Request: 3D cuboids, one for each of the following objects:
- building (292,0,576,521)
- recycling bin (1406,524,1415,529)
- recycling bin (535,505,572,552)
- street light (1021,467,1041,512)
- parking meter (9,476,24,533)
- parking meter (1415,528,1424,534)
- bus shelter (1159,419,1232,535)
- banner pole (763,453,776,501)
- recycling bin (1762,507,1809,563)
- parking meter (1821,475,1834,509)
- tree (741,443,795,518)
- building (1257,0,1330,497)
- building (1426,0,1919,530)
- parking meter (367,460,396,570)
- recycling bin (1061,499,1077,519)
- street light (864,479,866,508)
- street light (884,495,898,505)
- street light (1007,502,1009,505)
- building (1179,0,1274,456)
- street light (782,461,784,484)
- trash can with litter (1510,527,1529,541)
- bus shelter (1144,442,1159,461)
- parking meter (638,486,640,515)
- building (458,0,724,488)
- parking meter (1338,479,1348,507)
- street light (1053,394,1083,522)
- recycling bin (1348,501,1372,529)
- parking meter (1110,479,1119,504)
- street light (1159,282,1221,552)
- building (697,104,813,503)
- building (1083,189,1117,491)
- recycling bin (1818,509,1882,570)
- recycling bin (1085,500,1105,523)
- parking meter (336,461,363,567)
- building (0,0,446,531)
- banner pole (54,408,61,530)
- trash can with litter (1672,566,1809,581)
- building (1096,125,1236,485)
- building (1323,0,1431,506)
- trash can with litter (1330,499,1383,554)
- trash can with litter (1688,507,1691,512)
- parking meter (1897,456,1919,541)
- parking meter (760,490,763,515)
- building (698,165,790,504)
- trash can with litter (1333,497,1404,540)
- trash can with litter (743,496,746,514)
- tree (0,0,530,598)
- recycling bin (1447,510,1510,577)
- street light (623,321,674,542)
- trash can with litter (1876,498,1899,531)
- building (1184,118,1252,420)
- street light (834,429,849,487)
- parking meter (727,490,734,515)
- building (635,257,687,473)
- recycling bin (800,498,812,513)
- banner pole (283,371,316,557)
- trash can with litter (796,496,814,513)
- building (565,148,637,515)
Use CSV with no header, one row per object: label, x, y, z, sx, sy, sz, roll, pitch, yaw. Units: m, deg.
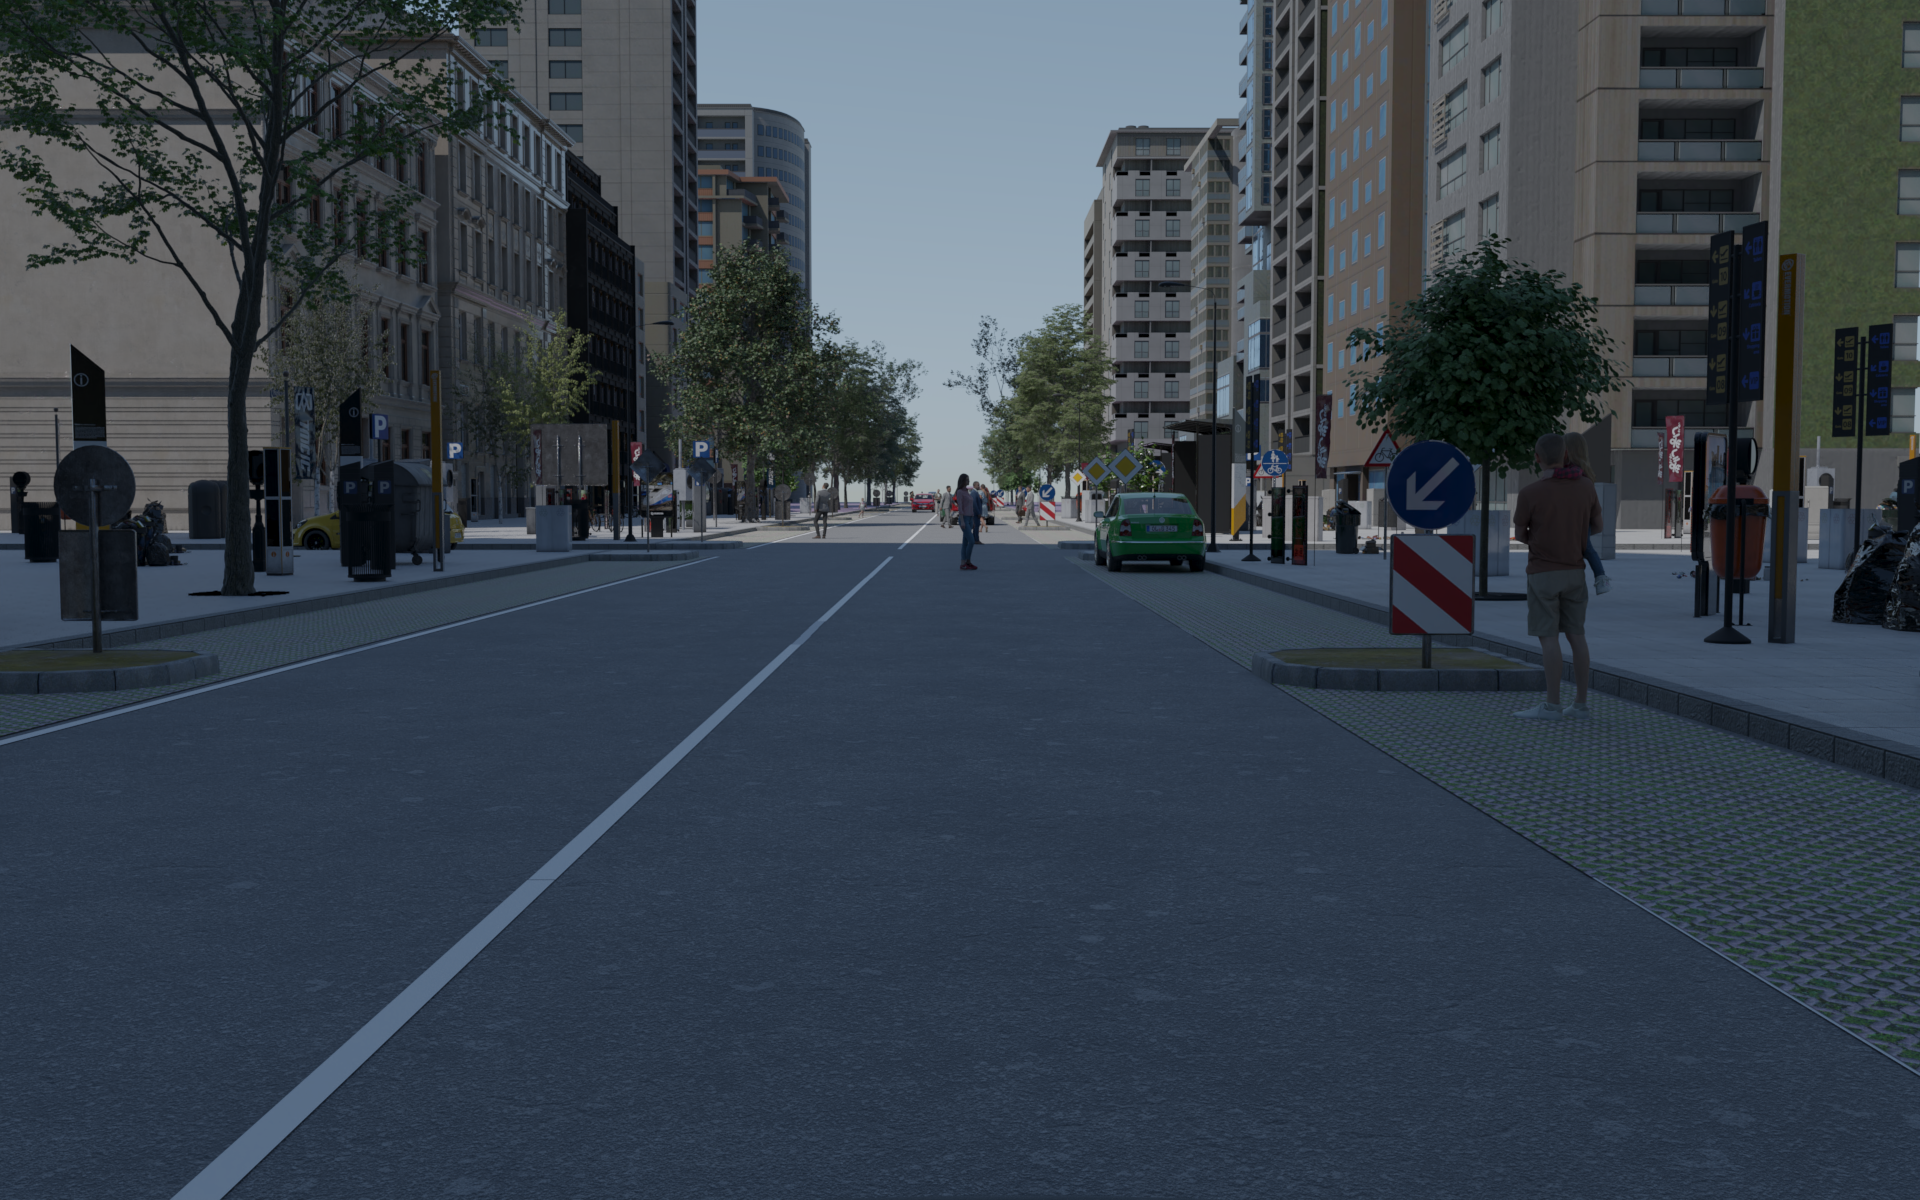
building,-29.348,-18.066,92.639,12.463,27.353,25.104,0,3,0
recycling bin,16.577,-3.153,64.109,0.722,1.027,0.722,2,4,23
recycling bin,-9.062,-1.596,38.655,0.722,1.027,0.722,0,4,-7
street light,5.042,-9.073,120.890,1.470,5.913,1.316,0,3,0
parking meter,-30.903,-3.123,56.780,0.399,1.863,0.255,2,4,26
parking meter,14.625,-3.013,54.975,0.399,1.863,0.255,1,4,23
bus shelter,7.948,-4.057,57.616,1.731,3.624,6.357,0,3,0
banner pole,-9.752,-5.993,87.998,0.863,3.779,0.401,1,4,13
recycling bin,15.372,-1.218,32.463,0.722,1.027,0.722,0,4,-4
parking meter,27.117,-2.965,54.183,0.399,1.863,0.255,-3,5,-39
tree,-10.110,-6.677,92.883,4.285,4.588,4.351,0,3,0
building,29.704,-41.058,109.550,20.563,71.187,20.611,0,3,0
building,26.856,-23.435,66.760,14.086,41.232,14.154,0,3,0
parking meter,-9.820,-1.449,29.397,0.399,1.863,0.255,-3,4,-38
recycling bin,5.817,-4.802,91.068,0.722,1.027,0.722,-3,5,-40
street light,-8.381,-11.634,162.751,1.470,5.913,1.316,0,3,0
street light,-8.370,-14.263,205.747,1.470,5.913,1.316,0,3,0
street light,5.050,-11.306,157.391,1.470,5.913,1.316,0,3,0
building,31.210,-50.669,141.101,22.319,86.520,31.000,0,3,0
street light,-8.331,-6.991,86.840,1.470,5.913,1.316,0,3,0
trash can with litter,15.691,-2.198,46.989,1.678,1.210,2.233,-3,5,-42
bus shelter,9.533,-5.495,81.132,1.731,3.624,6.357,0,3,0
parking meter,-19.260,-6.003,103.862,0.399,1.863,0.255,1,4,17
building,-32.772,-44.078,158.925,20.563,71.187,20.611,0,3,0
parking meter,14.622,-3.698,66.181,0.255,1.863,0.399,-1,4,-17
street light,4.988,-6.588,80.253,1.470,5.913,1.316,0,3,0
recycling bin,14.576,-3.094,63.140,0.722,1.027,0.722,2,4,26
parking meter,5.823,-3.641,65.245,0.255,1.863,0.399,2,4,25
street light,5.041,-4.005,38.023,1.470,5.913,1.316,0,3,0
building,-34.054,-44.020,261.724,21.231,58.520,28.212,0,3,0
building,30.588,-39.479,269.181,21.300,48.544,21.600,0,3,0
recycling bin,15.210,-1.043,29.603,0.722,1.027,0.722,0,4,-5
recycling bin,5.961,-3.906,76.412,0.722,1.027,0.722,-1,4,-14
parking meter,-10.796,-1.523,30.620,0.399,1.863,0.255,-2,4,-25
building,-29.032,-14.281,69.652,11.583,22.565,21.152,0,3,0
banner pole,-26.209,-3.692,50.387,0.401,3.779,0.863,-1,4,-20
trash can with litter,11.709,-0.941,26.438,1.678,1.210,2.233,0,4,-4
building,34.466,-40.070,244.390,28.713,52.752,27.495,0,3,0
building,26.394,-26.597,84.980,14.600,45.320,14.200,0,3,0
trash can with litter,8.530,-1.580,37.226,1.055,1.170,0.624,0,4,-7
trash can with litter,20.750,-2.232,47.879,1.055,1.170,0.624,0,4,4
parking meter,14.779,-1.295,26.876,0.255,1.863,0.399,-1,4,-21
parking meter,-12.064,-5.983,106.232,0.372,1.533,0.369,0,3,0
building,-34.635,-35.377,233.039,22.147,44.769,28.867,0,3,0
trash can with litter,11.766,-2.334,49.215,2.233,1.210,1.678,1,4,19
trash can with litter,-12.511,-5.400,99.684,0.624,1.170,1.055,-2,4,-31
tree,-8.973,-5.863,21.609,9.928,11.665,9.643,0,3,0
recycling bin,8.161,-0.900,27.277,0.722,1.027,0.722,-3,5,-39
street light,-8.350,-4.526,46.534,1.470,5.913,1.316,0,3,0
trash can with litter,26.418,-2.292,48.856,1.055,1.170,0.624,-1,4,-22
building,35.850,-29.304,170.996,32.217,40.220,23.993,0,3,0
street light,-8.331,-9.168,122.445,1.470,5.913,1.316,0,3,0
parking meter,-14.063,-5.974,106.083,0.372,1.533,0.369,0,3,0
building,-37.398,-17.779,135.729,27.650,21.520,28.899,0,3,0
recycling bin,-10.216,-6.249,114.730,0.722,1.027,0.722,0,4,-1
banner pole,-13.533,-2.778,35.430,0.401,3.779,0.863,3,4,38
trash can with litter,-10.378,-6.564,118.376,1.678,1.210,2.233,0,4,-4
building,-28.786,-17.340,113.191,12.332,23.373,15.834,0,3,0
